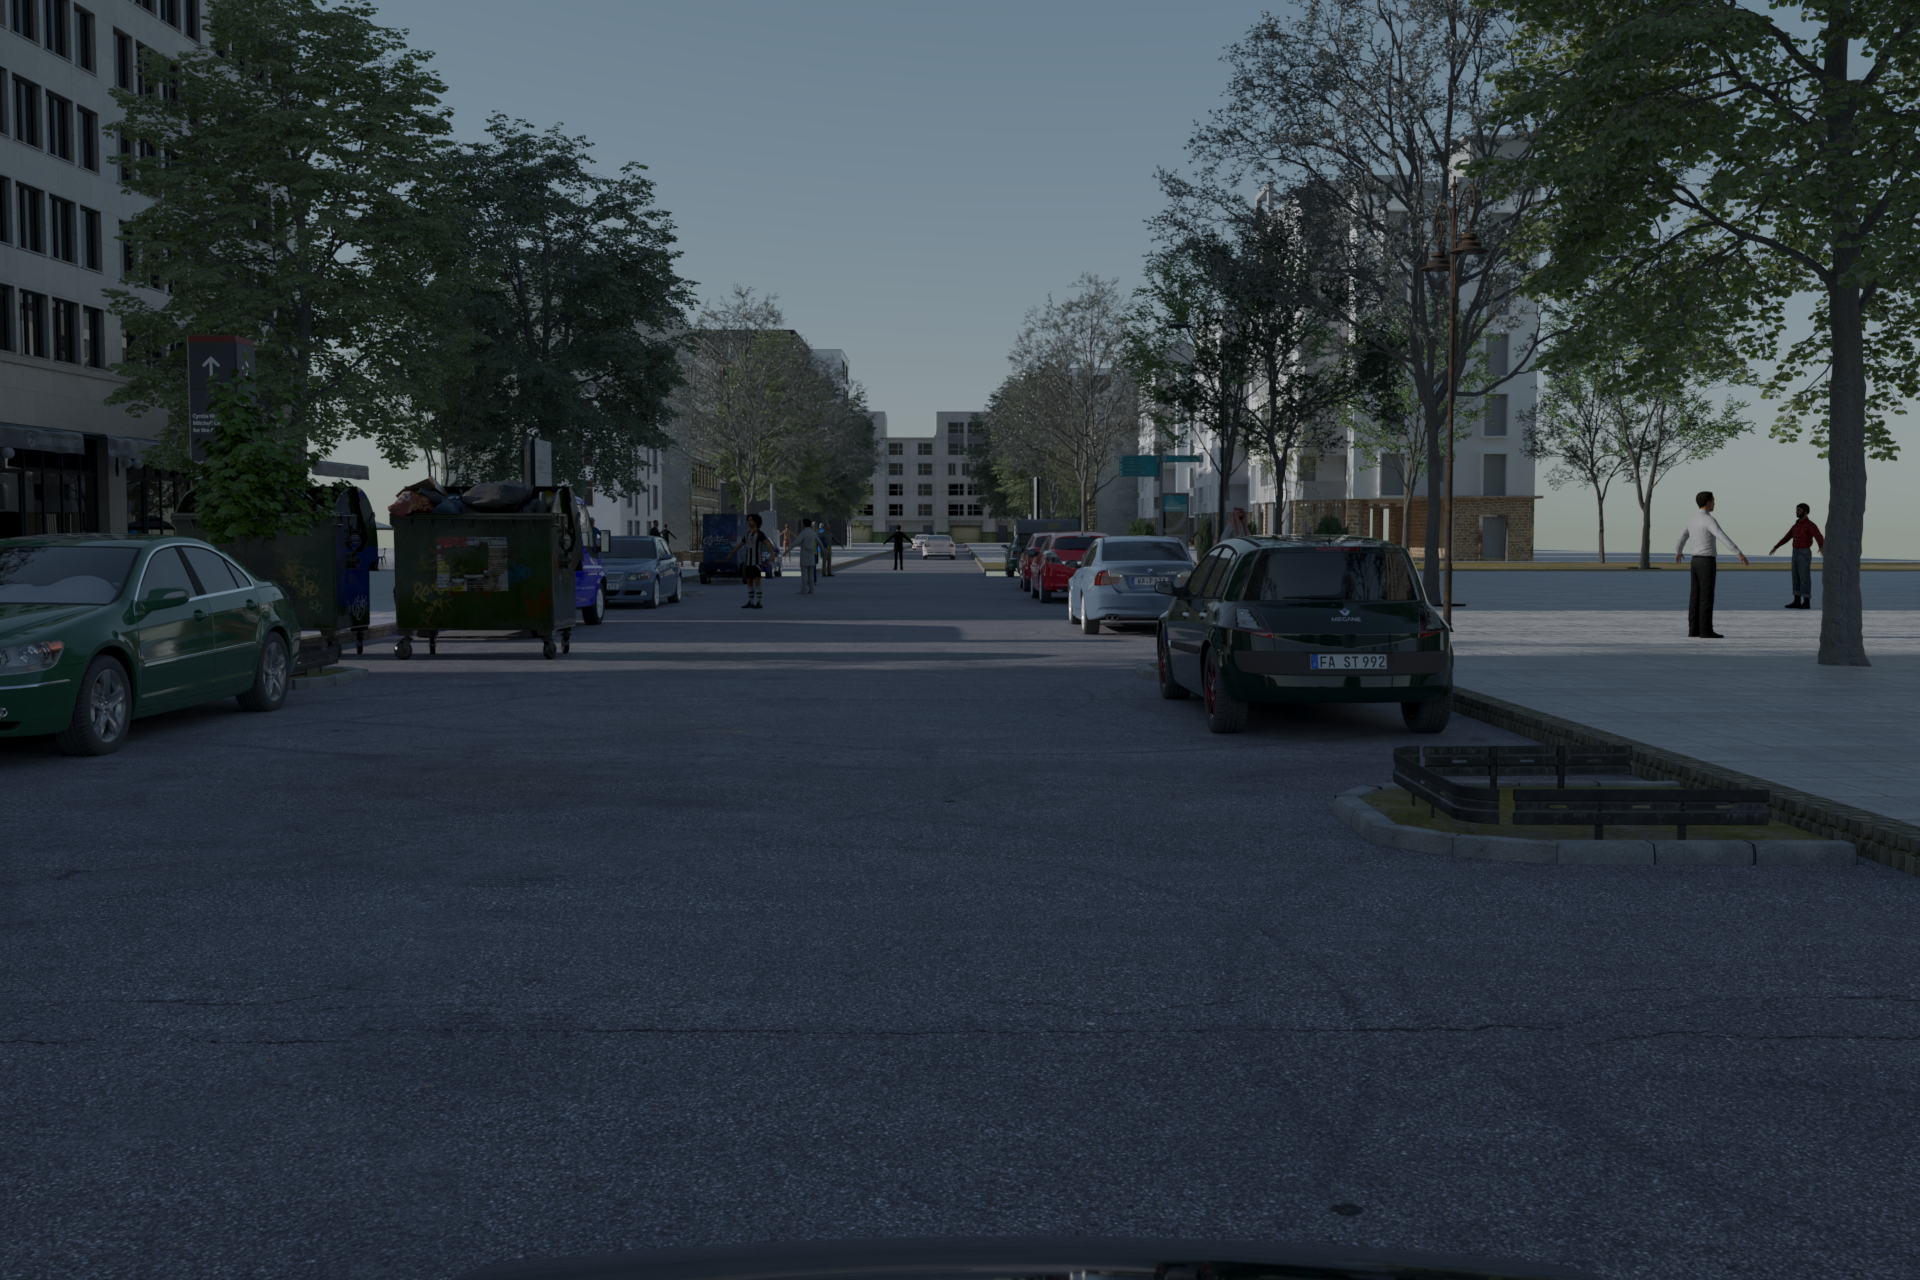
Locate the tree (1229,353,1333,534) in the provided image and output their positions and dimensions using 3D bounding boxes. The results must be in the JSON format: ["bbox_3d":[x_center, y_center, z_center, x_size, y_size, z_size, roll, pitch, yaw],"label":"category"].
[{"bbox_3d":[12.502,-7.142,67.141,4.360,8.622,3.978,0,3,0],"label":"tree"}]

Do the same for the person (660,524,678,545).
[{"bbox_3d":[-16.188,-5.468,95.329,1.347,1.837,0.705,1,4,11],"label":"person"}]

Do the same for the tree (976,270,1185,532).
[{"bbox_3d":[5.834,-10.367,79.878,12.009,13.543,11.850,0,3,0],"label":"tree"}]

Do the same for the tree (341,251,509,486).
[{"bbox_3d":[-12.864,-5.657,42.862,4.360,8.622,3.978,0,3,0],"label":"tree"}]

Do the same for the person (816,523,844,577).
[{"bbox_3d":[-4.462,-3.031,58.287,1.348,1.796,0.705,-3,5,-44],"label":"person"}]

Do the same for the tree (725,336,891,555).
[{"bbox_3d":[-9.868,-12.118,108.505,12.009,13.543,11.850,0,3,0],"label":"tree"}]

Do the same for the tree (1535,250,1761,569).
[{"bbox_3d":[25.212,-8.434,63.645,9.928,11.665,9.643,0,3,0],"label":"tree"}]

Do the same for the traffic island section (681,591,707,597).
[{"bbox_3d":[-6.941,-1.058,40.169,1.991,0.108,1.994,0,3,0],"label":"traffic island section"}]

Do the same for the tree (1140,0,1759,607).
[{"bbox_3d":[8.388,-7.336,30.321,12.009,13.543,11.850,0,3,0],"label":"tree"}]

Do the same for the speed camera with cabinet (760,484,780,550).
[{"bbox_3d":[-7.585,-4.564,68.950,0.660,3.252,2.038,0,4,0],"label":"speed camera with cabinet"}]

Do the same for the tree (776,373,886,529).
[{"bbox_3d":[-10.338,-13.832,132.815,9.857,13.997,8.962,0,3,0],"label":"tree"}]

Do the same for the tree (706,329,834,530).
[{"bbox_3d":[-10.763,-10.906,96.446,7.486,12.596,7.792,0,3,0],"label":"tree"}]

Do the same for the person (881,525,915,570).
[{"bbox_3d":[-2.446,-3.675,68.730,1.347,1.806,0.705,-1,4,-13],"label":"person"}]

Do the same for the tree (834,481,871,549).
[{"bbox_3d":[-9.654,-12.397,153.058,4.737,8.622,4.395,0,3,0],"label":"tree"}]

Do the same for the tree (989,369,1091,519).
[{"bbox_3d":[5.324,-12.301,119.256,7.486,12.596,7.792,0,3,0],"label":"tree"}]

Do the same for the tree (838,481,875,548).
[{"bbox_3d":[-10.101,-12.749,158.807,4.737,8.622,4.395,0,3,0],"label":"tree"}]

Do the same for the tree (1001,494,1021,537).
[{"bbox_3d":[4.789,-12.633,156.911,4.360,8.622,3.978,0,3,0],"label":"tree"}]

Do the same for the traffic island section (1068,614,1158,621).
[{"bbox_3d":[2.852,-0.403,29.455,1.991,0.108,1.994,0,4,0],"label":"traffic island section"}]

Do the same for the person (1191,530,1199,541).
[{"bbox_3d":[13.281,-5.447,95.195,1.346,1.812,0.704,-1,4,-20],"label":"person"}]

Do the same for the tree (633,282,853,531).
[{"bbox_3d":[-10.320,-10.614,83.901,12.009,13.543,11.850,0,3,0],"label":"tree"}]

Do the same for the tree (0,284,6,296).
[{"bbox_3d":[-13.034,-5.029,16.644,7.601,10.594,8.767,1,4,11],"label":"tree"}]

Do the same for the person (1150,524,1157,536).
[{"bbox_3d":[9.509,-4.962,87.094,1.349,1.833,0.705,-3,5,-41],"label":"person"}]

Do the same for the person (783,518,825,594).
[{"bbox_3d":[-3.682,-2.006,41.449,0.705,1.806,1.347,3,5,40],"label":"person"}]

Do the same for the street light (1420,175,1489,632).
[{"bbox_3d":[6.379,-3.041,22.509,0.468,5.910,1.993,0,3,0],"label":"street light"}]

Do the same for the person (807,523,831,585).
[{"bbox_3d":[-4.200,-2.418,48.459,1.216,1.772,0.721,0,4,4],"label":"person"}]

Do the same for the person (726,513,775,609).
[{"bbox_3d":[-3.984,-1.511,33.299,1.345,1.843,0.704,3,5,42],"label":"person"}]

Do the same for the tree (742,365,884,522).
[{"bbox_3d":[-10.459,-12.910,121.452,12.009,13.543,11.850,0,3,0],"label":"tree"}]

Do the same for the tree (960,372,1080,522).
[{"bbox_3d":[4.990,-13.791,132.139,9.857,13.997,8.962,0,3,0],"label":"tree"}]

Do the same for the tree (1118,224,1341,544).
[{"bbox_3d":[8.760,-8.015,56.799,9.928,11.665,9.643,0,3,0],"label":"tree"}]

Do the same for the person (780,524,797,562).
[{"bbox_3d":[-8.070,-4.527,80.815,1.217,1.733,0.721,-1,4,-11],"label":"person"}]

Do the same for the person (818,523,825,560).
[{"bbox_3d":[-6.928,-4.928,86.703,0.704,1.817,1.347,-2,4,-29],"label":"person"}]

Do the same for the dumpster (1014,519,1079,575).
[{"bbox_3d":[2.533,-2.573,50.292,1.865,1.857,1.264,0,4,-1],"label":"dumpster"}]

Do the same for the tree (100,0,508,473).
[{"bbox_3d":[-12.685,-7.082,33.922,7.486,12.596,7.792,0,3,0],"label":"tree"}]

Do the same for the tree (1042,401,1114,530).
[{"bbox_3d":[5.820,-8.841,94.913,4.360,8.622,3.978,0,3,0],"label":"tree"}]

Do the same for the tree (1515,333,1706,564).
[{"bbox_3d":[28.149,-8.624,75.408,8.767,10.594,7.601,2,4,30],"label":"tree"}]

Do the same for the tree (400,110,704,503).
[{"bbox_3d":[-12.428,-8.903,52.223,9.857,13.997,8.962,0,3,0],"label":"tree"}]

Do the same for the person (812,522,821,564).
[{"bbox_3d":[-6.223,-4.145,73.903,0.705,1.813,1.348,2,4,29],"label":"person"}]

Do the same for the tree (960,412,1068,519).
[{"bbox_3d":[5.215,-14.427,146.255,12.009,13.543,11.850,0,3,0],"label":"tree"}]

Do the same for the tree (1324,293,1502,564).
[{"bbox_3d":[19.110,-9.025,73.311,9.928,11.665,9.643,0,3,0],"label":"tree"}]

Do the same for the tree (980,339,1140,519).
[{"bbox_3d":[5.815,-12.003,106.620,12.009,13.543,11.850,0,3,0],"label":"tree"}]

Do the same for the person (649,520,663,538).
[{"bbox_3d":[-11.156,-3.514,63.677,0.704,1.802,1.346,1,4,13],"label":"person"}]

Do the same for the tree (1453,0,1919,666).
[{"bbox_3d":[8.310,-6.015,16.466,7.486,12.596,7.792,0,3,0],"label":"tree"}]

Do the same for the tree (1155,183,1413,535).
[{"bbox_3d":[8.641,-6.782,45.306,7.601,10.594,8.767,-2,4,-30],"label":"tree"}]

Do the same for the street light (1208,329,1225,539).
[{"bbox_3d":[6.353,-4.022,38.303,1.470,5.913,1.316,0,4,-1],"label":"street light"}]
